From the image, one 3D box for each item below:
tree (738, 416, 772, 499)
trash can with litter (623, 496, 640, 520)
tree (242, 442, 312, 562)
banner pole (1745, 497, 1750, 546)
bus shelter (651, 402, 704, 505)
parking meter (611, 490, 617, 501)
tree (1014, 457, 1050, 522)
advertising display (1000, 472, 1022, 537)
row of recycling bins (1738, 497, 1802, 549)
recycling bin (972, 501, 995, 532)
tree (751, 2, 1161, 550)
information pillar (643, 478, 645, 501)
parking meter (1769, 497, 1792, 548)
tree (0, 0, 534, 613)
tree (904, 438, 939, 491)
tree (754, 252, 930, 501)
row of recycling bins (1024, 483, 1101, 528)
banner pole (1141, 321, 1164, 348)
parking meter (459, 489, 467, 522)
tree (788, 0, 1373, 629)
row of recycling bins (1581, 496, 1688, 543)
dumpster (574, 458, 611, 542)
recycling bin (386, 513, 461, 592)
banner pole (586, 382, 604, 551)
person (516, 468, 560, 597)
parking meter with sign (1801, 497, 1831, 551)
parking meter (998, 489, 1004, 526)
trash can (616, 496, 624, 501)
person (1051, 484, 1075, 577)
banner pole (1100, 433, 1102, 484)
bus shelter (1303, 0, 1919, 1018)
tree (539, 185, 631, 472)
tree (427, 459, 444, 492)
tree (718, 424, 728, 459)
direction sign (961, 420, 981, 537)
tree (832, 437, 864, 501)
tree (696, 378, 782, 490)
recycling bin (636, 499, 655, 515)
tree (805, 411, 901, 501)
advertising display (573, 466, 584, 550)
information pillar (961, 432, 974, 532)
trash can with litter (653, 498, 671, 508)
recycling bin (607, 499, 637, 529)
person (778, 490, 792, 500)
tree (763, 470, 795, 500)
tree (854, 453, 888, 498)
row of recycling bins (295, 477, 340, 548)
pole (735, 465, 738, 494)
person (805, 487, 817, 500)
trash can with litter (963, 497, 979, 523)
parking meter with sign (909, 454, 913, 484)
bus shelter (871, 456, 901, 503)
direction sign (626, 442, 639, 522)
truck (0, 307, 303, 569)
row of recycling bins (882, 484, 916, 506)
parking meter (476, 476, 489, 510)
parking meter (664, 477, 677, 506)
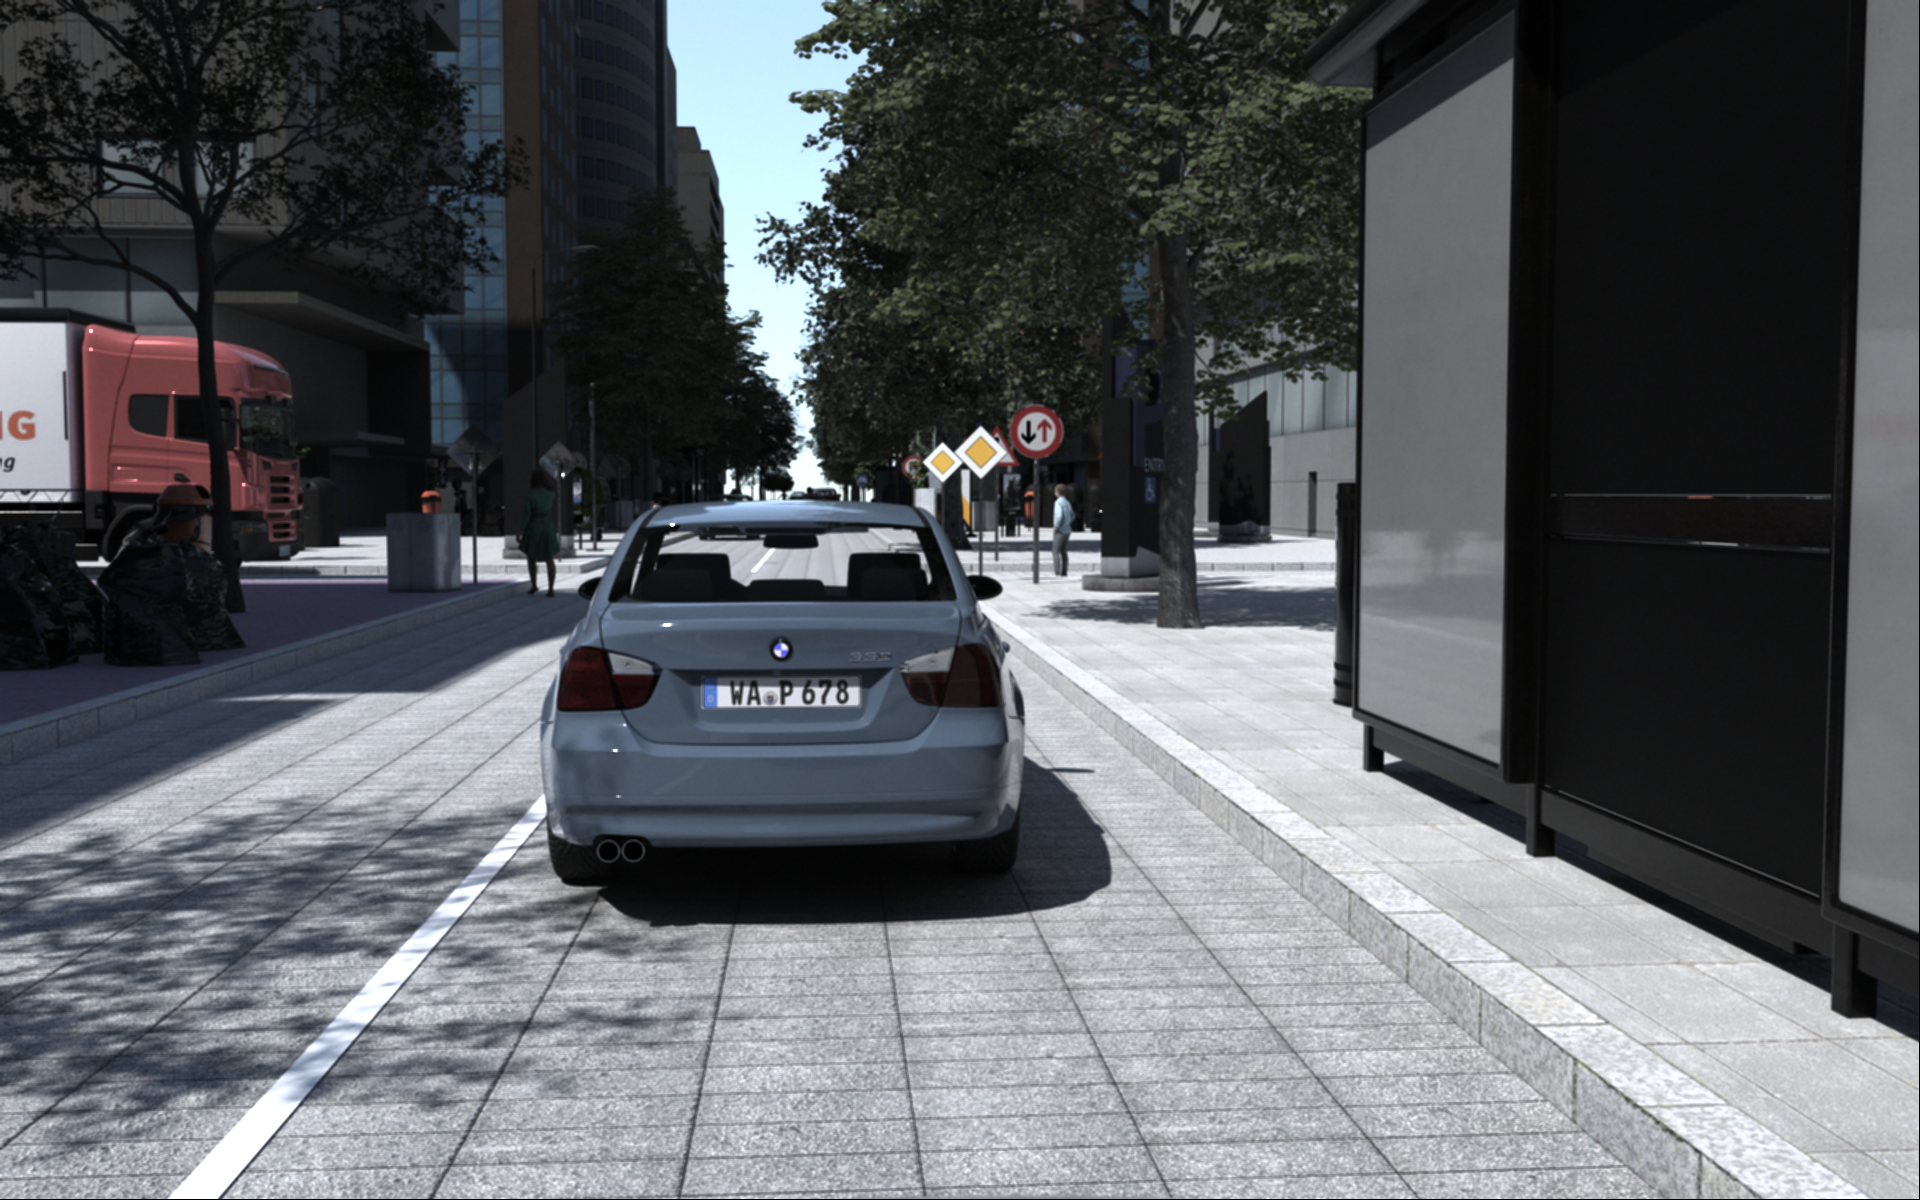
[{"bbox_3d":[-18.276,-12.249,150.626,4.360,8.622,3.978,0,3,0],"label":"tree"},{"bbox_3d":[-16.043,-4.500,84.963,1.055,1.170,0.624,2,4,33],"label":"trash can with litter"},{"bbox_3d":[-13.546,-2.372,33.377,1.663,3.219,1.824,0,3,0],"label":"tree"},{"bbox_3d":[15.960,-2.764,35.208,0.401,3.779,0.863,0,4,5],"label":"banner pole"},{"bbox_3d":[-12.822,-6.131,77.882,2.179,5.291,8.768,0,4,-5],"label":"bus shelter"},{"bbox_3d":[-20.179,-5.657,100.909,0.372,1.533,0.369,0,3,0],"label":"parking meter"},{"bbox_3d":[3.243,-5.221,79.967,1.663,3.219,1.824,0,3,0],"label":"tree"},{"bbox_3d":[1.523,-2.865,52.063,0.123,1.923,0.974,3,4,37],"label":"advertising display"},{"bbox_3d":[20.175,-2.055,40.714,3.534,1.692,1.069,0,3,0],"label":"row of recycling bins"},{"bbox_3d":[0.789,-2.873,59.520,0.722,1.027,0.722,2,4,30],"label":"recycling bin"},{"bbox_3d":[-0.106,-7.515,39.873,9.611,12.733,9.660,0,3,0],"label":"tree"},{"bbox_3d":[-14.126,-4.504,78.140,0.304,2.012,0.304,0,4,1],"label":"information pillar"},{"bbox_3d":[18.511,-2.041,39.076,0.399,1.863,0.255,3,5,43],"label":"parking meter"},{"bbox_3d":[-8.236,-5.135,18.372,7.601,10.594,8.767,-1,4,-20],"label":"tree"},{"bbox_3d":[-0.792,-3.610,53.627,1.663,3.219,1.824,0,3,0],"label":"tree"},{"bbox_3d":[-3.392,-10.692,85.187,12.009,13.543,11.850,0,3,0],"label":"tree"},{"bbox_3d":[3.967,-3.581,65.657,3.534,1.692,1.069,2,4,35],"label":"row of recycling bins"},{"bbox_3d":[2.723,-2.124,24.741,0.863,3.779,0.401,0,4,-4],"label":"banner pole"},{"bbox_3d":[-22.934,-4.374,79.918,0.372,1.533,0.369,0,3,0],"label":"parking meter"},{"bbox_3d":[1.800,-5.988,16.037,7.486,12.596,7.792,0,3,0],"label":"tree"},{"bbox_3d":[6.504,-0.786,19.962,3.534,1.692,1.069,0,4,2],"label":"row of recycling bins"},{"bbox_3d":[-10.339,-2.721,46.982,1.502,2.255,1.985,0,4,-4],"label":"dumpster"},{"bbox_3d":[-7.105,-0.637,22.969,0.722,1.027,0.722,1,4,11],"label":"recycling bin"},{"bbox_3d":[-8.211,-2.977,38.694,0.401,3.779,0.863,0,4,-4],"label":"banner pole"},{"bbox_3d":[-5.877,-0.946,24.217,0.600,1.795,0.529,-3,5,-45],"label":"person"},{"bbox_3d":[17.492,-2.382,35.202,1.738,3.016,0.543,-3,5,-43],"label":"parking meter with sign"},{"bbox_3d":[1.589,-3.721,69.250,0.372,1.533,0.369,0,3,0],"label":"parking meter"},{"bbox_3d":[-20.329,-5.654,104.095,0.748,1.137,0.748,0,3,0],"label":"trash can"},{"bbox_3d":[1.690,-1.138,28.925,0.330,1.601,0.589,3,5,40],"label":"person"},{"bbox_3d":[5.902,-4.994,71.676,0.401,3.779,0.863,1,4,22],"label":"banner pole"},{"bbox_3d":[2.778,-1.766,6.509,2.179,5.291,8.768,0,4,-4],"label":"bus shelter"},{"bbox_3d":[-11.508,-8.898,63.602,7.486,12.596,7.792,0,3,0],"label":"tree"},{"bbox_3d":[-24.054,-5.115,78.230,1.663,3.219,1.824,0,3,0],"label":"tree"},{"bbox_3d":[-20.690,-16.646,182.535,12.009,13.543,11.850,0,3,0],"label":"tree"},{"bbox_3d":[0.328,-3.653,51.723,0.876,3.537,0.379,-1,4,-19],"label":"direction sign"},{"bbox_3d":[-10.529,-13.670,173.869,4.737,8.622,4.395,0,3,0],"label":"tree"},{"bbox_3d":[-16.857,-11.995,130.537,7.601,10.594,8.767,1,4,10],"label":"tree"},{"bbox_3d":[-10.895,-2.994,61.513,0.722,1.027,0.722,-3,5,-43],"label":"recycling bin"},{"bbox_3d":[-12.244,-17.805,197.764,9.857,13.997,8.962,0,3,0],"label":"tree"},{"bbox_3d":[-9.140,-2.113,39.760,0.974,1.923,0.123,-2,4,-25],"label":"advertising display"},{"bbox_3d":[0.229,-4.110,58.555,0.183,3.616,0.504,-3,4,-39],"label":"information pillar"},{"bbox_3d":[-9.554,-2.666,54.971,0.624,1.170,1.055,-2,4,-24],"label":"trash can with litter"},{"bbox_3d":[-12.504,-3.132,63.754,0.722,1.027,0.722,-3,5,-41],"label":"recycling bin"},{"bbox_3d":[-13.687,-7.697,135.126,1.217,1.735,0.721,1,4,15],"label":"person"},{"bbox_3d":[-26.667,-17.115,263.541,4.285,4.588,4.351,0,3,0],"label":"tree"},{"bbox_3d":[-6.639,-9.105,132.577,4.285,4.588,4.351,0,3,0],"label":"tree"},{"bbox_3d":[-16.467,-2.179,42.742,3.534,1.692,1.069,3,5,41],"label":"row of recycling bins"},{"bbox_3d":[-12.853,-6.481,99.812,0.158,3.312,0.155,0,3,0],"label":"pole"},{"bbox_3d":[-7.155,-4.589,83.895,0.716,1.782,0.532,2,4,28],"label":"person"},{"bbox_3d":[0.474,-4.032,77.314,1.055,1.170,0.624,-2,4,-33],"label":"trash can with litter"},{"bbox_3d":[-1.496,-4.925,76.791,1.738,3.016,0.543,-2,4,-27],"label":"parking meter with sign"},{"bbox_3d":[-3.799,-6.141,94.333,2.014,3.302,5.546,0,4,-4],"label":"bus shelter"},{"bbox_3d":[-13.170,-4.749,69.644,0.379,3.537,0.876,1,4,22],"label":"direction sign"},{"bbox_3d":[-15.689,-2.340,27.167,11.283,4.237,2.839,0,4,-3],"label":"truck"},{"bbox_3d":[-1.575,-3.718,67.906,3.534,1.692,1.069,2,4,33],"label":"row of recycling bins"},{"bbox_3d":[-15.355,-3.057,55.689,0.399,1.863,0.255,0,4,5],"label":"parking meter"},{"bbox_3d":[-9.845,-3.259,58.997,0.255,1.863,0.399,3,5,41],"label":"parking meter"}]
